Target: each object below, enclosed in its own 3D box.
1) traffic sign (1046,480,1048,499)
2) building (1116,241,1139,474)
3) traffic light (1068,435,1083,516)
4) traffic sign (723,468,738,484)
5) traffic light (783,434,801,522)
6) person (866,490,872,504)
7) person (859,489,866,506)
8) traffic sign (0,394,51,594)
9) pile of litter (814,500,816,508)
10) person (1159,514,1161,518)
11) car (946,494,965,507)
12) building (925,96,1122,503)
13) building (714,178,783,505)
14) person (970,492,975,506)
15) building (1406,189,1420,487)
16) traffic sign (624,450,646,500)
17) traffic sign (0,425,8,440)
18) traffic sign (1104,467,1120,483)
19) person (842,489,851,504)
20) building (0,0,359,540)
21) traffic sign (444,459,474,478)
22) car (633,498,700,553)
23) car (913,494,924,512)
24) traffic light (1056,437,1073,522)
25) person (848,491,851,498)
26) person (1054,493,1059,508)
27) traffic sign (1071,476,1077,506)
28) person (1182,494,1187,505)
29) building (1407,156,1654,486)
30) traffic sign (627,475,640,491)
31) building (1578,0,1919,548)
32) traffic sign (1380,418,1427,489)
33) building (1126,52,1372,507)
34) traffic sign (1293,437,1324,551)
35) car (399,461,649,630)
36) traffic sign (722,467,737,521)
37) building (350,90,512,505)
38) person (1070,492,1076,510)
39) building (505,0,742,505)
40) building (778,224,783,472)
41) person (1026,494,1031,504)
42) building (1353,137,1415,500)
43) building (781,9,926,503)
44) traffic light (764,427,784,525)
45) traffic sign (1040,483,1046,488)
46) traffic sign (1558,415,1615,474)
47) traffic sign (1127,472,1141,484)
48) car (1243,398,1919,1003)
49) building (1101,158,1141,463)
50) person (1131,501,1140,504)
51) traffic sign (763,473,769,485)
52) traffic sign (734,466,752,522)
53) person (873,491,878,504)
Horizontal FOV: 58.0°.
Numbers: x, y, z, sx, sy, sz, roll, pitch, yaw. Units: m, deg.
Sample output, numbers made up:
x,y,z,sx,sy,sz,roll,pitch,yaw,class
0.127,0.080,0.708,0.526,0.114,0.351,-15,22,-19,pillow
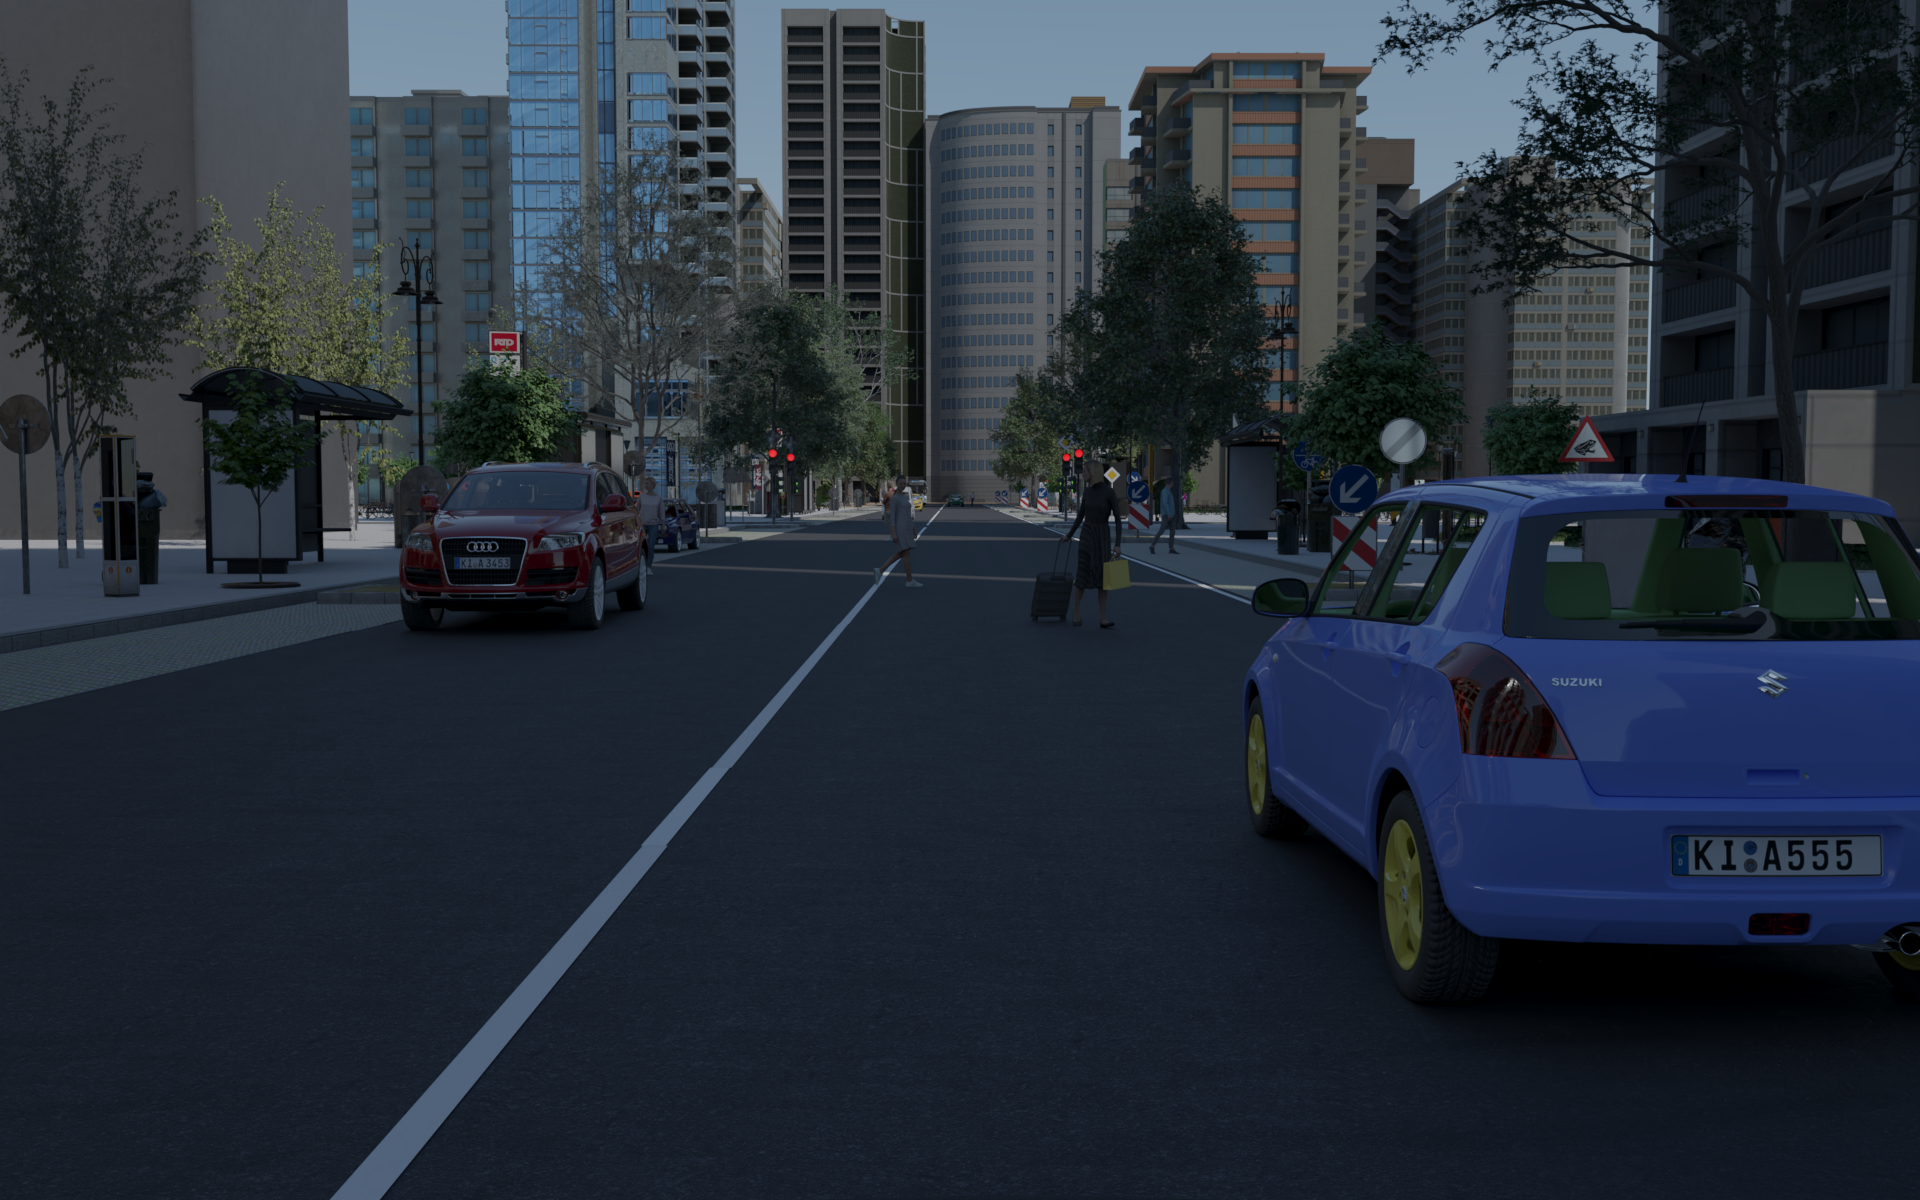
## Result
x,y,z,sx,sy,sz,roll,pitch,yaw,class
7.932,-9.561,156.433,0.768,2.556,0.104,0,4,3,traffic sign
24.587,-26.125,198.844,14.160,30.474,14.107,0,4,0,building
4.955,-5.129,72.775,0.839,4.253,0.868,0,4,0,traffic light
-11.098,-5.115,83.730,0.768,2.556,0.104,0,4,8,traffic sign
-7.835,-5.613,80.698,0.839,4.253,0.868,0,4,0,traffic light
-12.247,-13.563,227.811,1.348,1.822,0.705,-1,4,-11,person
-10.908,-11.293,190.708,1.348,1.821,0.705,-3,4,-37,person
-11.968,-1.347,22.133,0.768,2.556,0.104,0,4,8,traffic sign
-13.102,-8.398,151.269,1.176,0.858,1.719,-2,4,-24,pile of litter
11.022,-5.367,93.968,0.661,1.801,0.590,-2,4,-30,person
-0.486,-11.082,192.990,2.131,1.459,4.920,0,4,-2,car
8.989,-43.891,259.618,28.212,58.520,21.231,0,4,0,building
-33.670,-31.395,205.189,23.993,40.220,32.217,0,4,0,building
1.492,-11.722,201.092,0.756,1.711,0.436,-3,4,-36,person
55.494,-38.943,260.416,21.600,48.544,21.300,0,4,0,building
-9.528,-3.082,50.493,0.768,2.556,0.104,0,4,6,traffic sign
-9.817,-1.045,17.092,0.884,2.594,0.081,0,4,6,traffic sign
7.331,-5.113,83.327,0.795,2.593,0.064,0,4,2,traffic sign
-12.150,-10.816,182.510,1.348,1.869,0.705,-1,4,-9,person
-32.969,-15.960,54.453,24.014,27.812,14.314,0,4,0,building
-12.907,-2.735,44.725,0.884,2.594,0.081,0,4,6,traffic sign
-7.615,-1.873,43.211,1.945,1.354,3.894,0,4,2,car
-3.955,-8.121,143.001,2.015,1.641,3.980,0,4,-1,car
4.926,-5.617,80.760,0.839,4.253,0.868,0,4,0,traffic light
-14.745,-13.581,228.618,0.617,1.759,0.750,1,4,12,person
8.780,-9.175,156.280,0.641,1.798,0.478,-1,4,-9,person
7.910,-7.500,122.735,0.768,2.556,0.104,0,4,2,traffic sign
20.565,-9.162,159.060,0.599,1.433,0.991,3,5,44,person
66.092,-31.403,205.323,23.993,40.220,32.217,0,4,0,building
-12.396,-4.048,66.291,0.768,2.556,0.104,0,4,1,traffic sign
30.090,-37.005,43.287,20.563,71.187,20.611,0,4,0,building
7.396,-1.767,28.992,0.768,2.556,0.104,0,4,6,traffic sign
28.668,-31.933,176.724,22.147,44.769,28.867,0,4,0,building
7.870,-2.381,39.040,0.768,2.556,0.104,0,4,0,traffic sign
-4.876,-0.689,19.944,2.281,1.827,5.304,0,4,-2,car
-10.920,-5.050,82.569,0.884,2.594,0.081,0,4,1,traffic sign
-61.617,-36.006,208.311,30.456,49.044,23.786,0,4,0,building
9.208,-8.162,140.089,0.593,1.750,0.643,-1,4,-10,person
-32.773,-52.460,170.384,22.319,86.520,31.000,0,4,0,building
-32.757,-35.046,256.588,14.086,41.232,14.154,0,4,0,building
8.801,-13.276,223.833,0.721,1.736,1.217,-3,5,-44,person
46.718,-34.461,213.542,14.200,45.320,14.600,0,4,0,building
-15.421,-50.197,258.972,20.611,71.187,20.563,0,4,0,building
-7.806,-5.125,72.713,0.839,4.253,0.868,0,4,0,traffic light
7.332,-9.225,152.954,0.606,2.300,0.079,0,4,2,traffic sign
10.315,-1.747,28.575,0.884,2.594,0.081,1,4,9,traffic sign
9.915,-6.039,98.841,0.768,2.556,0.104,1,4,9,traffic sign
2.073,0.209,6.178,1.945,1.707,3.694,0,4,0,car
24.404,-32.422,213.693,14.154,41.232,14.086,0,4,0,building
8.656,-4.850,85.925,0.593,1.750,0.643,-1,4,-13,person
-11.856,-6.373,103.937,0.795,2.593,0.064,0,4,2,traffic sign
-10.051,-4.903,80.175,0.884,2.594,0.081,0,4,5,traffic sign
-10.743,-13.211,222.753,1.217,1.735,0.721,3,4,39,person
